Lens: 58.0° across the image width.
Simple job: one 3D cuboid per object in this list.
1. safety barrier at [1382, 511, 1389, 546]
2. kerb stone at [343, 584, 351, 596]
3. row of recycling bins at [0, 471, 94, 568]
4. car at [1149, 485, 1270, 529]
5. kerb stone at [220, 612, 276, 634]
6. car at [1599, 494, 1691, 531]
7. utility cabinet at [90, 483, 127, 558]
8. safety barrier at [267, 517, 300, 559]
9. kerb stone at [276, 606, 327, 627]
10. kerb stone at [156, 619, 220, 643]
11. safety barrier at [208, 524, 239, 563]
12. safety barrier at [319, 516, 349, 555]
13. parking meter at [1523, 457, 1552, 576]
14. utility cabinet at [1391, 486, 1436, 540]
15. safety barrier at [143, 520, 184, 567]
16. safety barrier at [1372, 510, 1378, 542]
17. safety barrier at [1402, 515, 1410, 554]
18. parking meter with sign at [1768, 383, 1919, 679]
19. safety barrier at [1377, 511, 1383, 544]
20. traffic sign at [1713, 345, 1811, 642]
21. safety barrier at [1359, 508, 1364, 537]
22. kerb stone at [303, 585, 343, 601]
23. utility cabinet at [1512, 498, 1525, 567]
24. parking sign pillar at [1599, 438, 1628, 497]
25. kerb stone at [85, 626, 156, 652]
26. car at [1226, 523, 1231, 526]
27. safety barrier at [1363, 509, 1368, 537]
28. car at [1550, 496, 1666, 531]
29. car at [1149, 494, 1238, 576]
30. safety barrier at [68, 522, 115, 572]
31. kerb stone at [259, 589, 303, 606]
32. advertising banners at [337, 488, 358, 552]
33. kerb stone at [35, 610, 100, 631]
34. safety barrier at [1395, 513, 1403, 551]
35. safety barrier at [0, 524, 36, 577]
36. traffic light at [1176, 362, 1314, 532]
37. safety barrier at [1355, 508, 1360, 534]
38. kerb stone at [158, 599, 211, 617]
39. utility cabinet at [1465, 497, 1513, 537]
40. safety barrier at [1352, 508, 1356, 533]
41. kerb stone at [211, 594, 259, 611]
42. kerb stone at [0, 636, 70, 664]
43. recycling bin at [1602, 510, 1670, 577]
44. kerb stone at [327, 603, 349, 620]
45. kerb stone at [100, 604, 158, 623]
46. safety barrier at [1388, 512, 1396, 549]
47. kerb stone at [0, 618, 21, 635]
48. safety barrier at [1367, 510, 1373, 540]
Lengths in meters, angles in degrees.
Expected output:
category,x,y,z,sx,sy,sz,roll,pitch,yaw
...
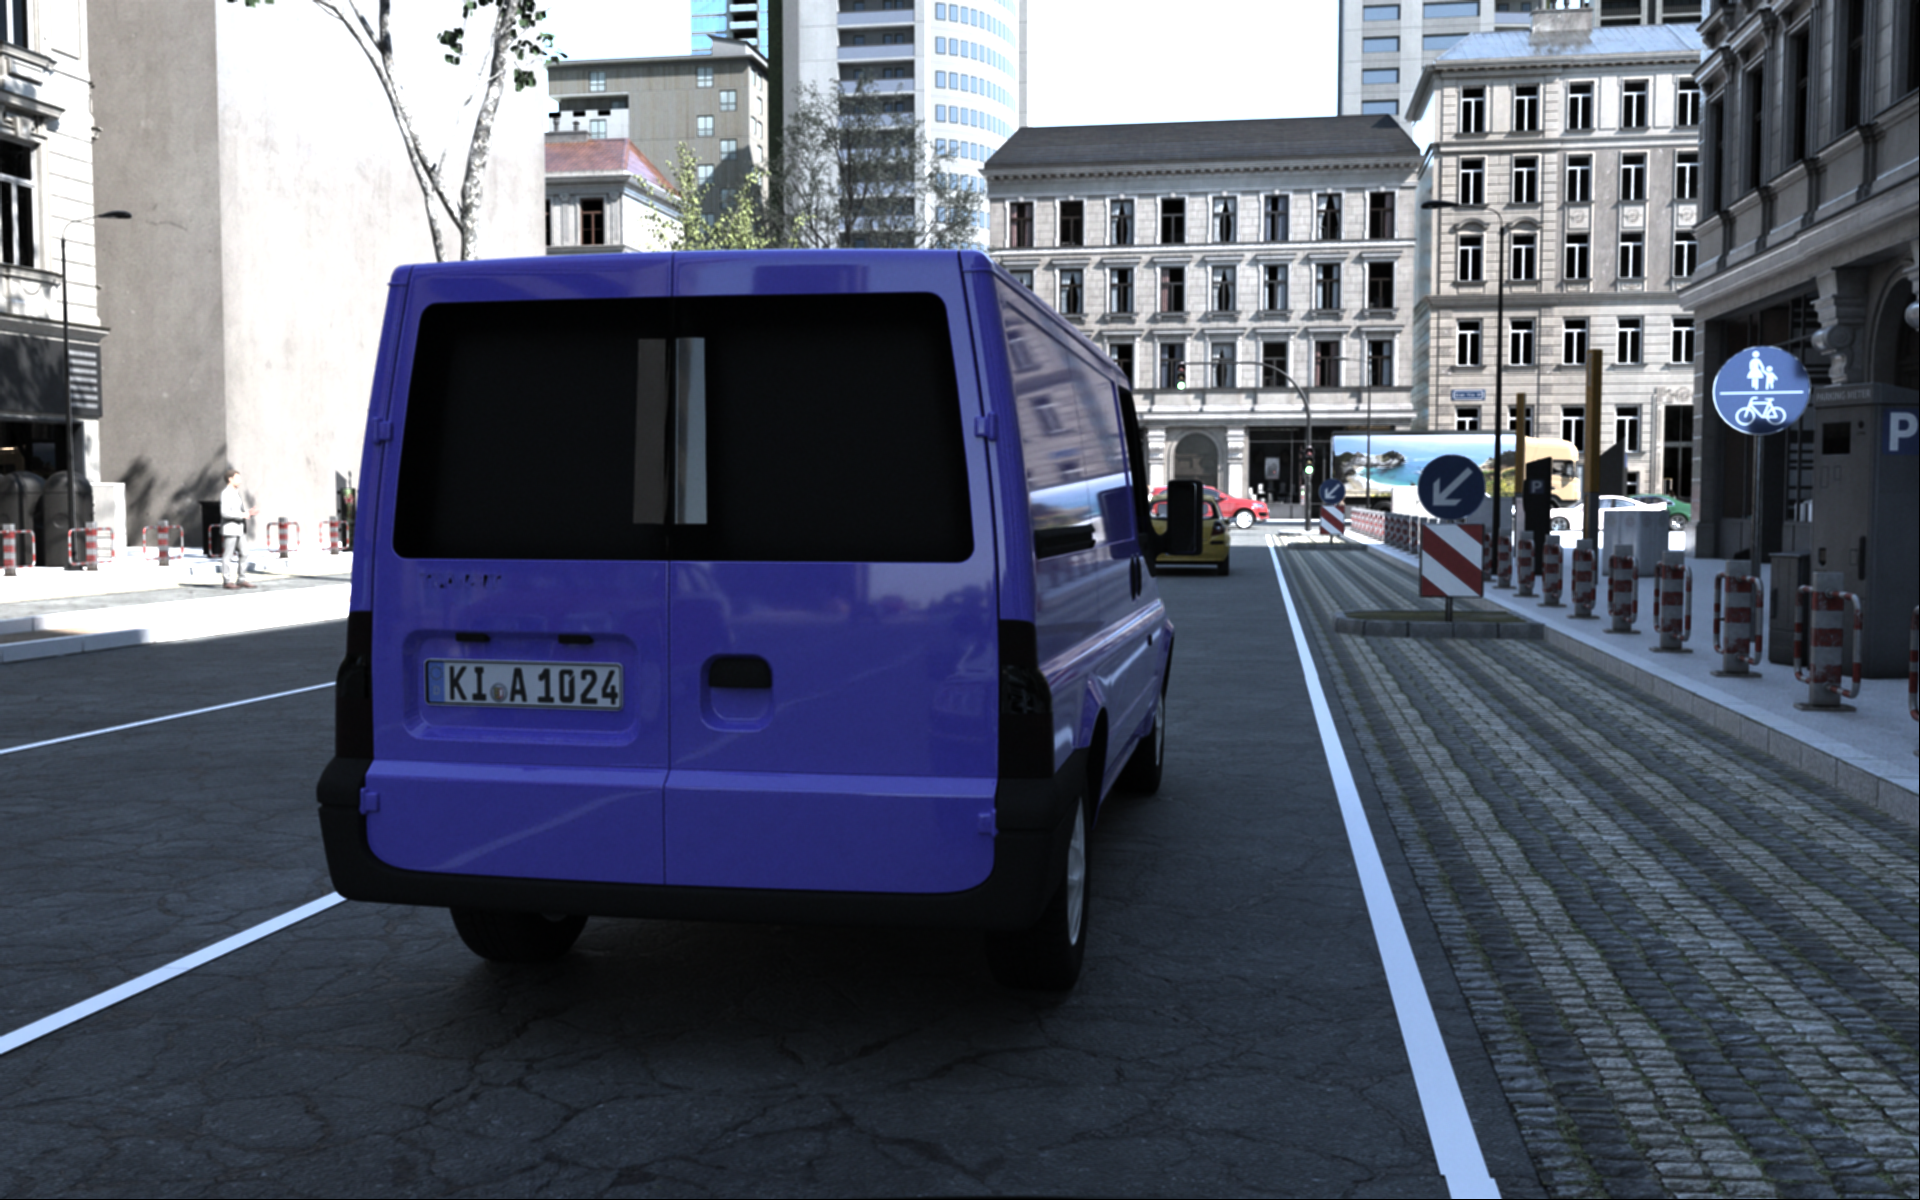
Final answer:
category,x,y,z,sx,sy,sz,roll,pitch,yaw
safety barrier,10.629,-1.726,42.502,0.300,0.817,1.120,1,4,10
kerb stone,-8.581,-0.146,24.590,0.120,0.150,1.000,1,4,10
row of recycling bins,-16.967,-1.456,30.923,3.534,1.692,1.069,1,4,21
car,10.162,-3.866,71.888,5.304,1.827,2.281,1,4,11
kerb stone,-7.540,0.250,18.176,0.120,0.150,1.000,1,4,10
car,26.338,-3.408,67.521,4.920,1.459,2.131,1,4,10
utility cabinet,-17.256,-1.583,34.559,1.173,1.500,0.318,1,4,13
safety barrier,-13.430,-1.230,34.384,0.300,0.817,1.120,1,4,10
kerb stone,-7.367,0.186,19.187,0.120,0.150,1.000,1,4,10
kerb stone,-7.710,0.310,17.165,0.120,0.150,1.000,1,4,10
safety barrier,-13.753,-1.114,32.495,0.300,0.817,1.120,1,4,10
safety barrier,-13.108,-1.346,36.282,0.300,0.817,1.120,1,4,10
parking meter,9.116,-1.325,27.379,0.399,1.863,0.255,2,4,29
utility cabinet,12.623,-2.419,48.226,1.173,1.500,0.318,0,4,2
safety barrier,-14.074,-0.999,30.603,0.300,0.817,1.120,1,4,10
safety barrier,11.276,-1.959,46.304,0.300,0.817,1.120,1,4,10
safety barrier,9.662,-1.379,36.818,0.300,0.817,1.120,1,4,10
parking meter with sign,6.444,-0.979,12.265,0.543,3.016,1.738,-1,4,-11
safety barrier,10.956,-1.842,44.396,0.300,0.817,1.120,1,4,10
traffic sign,6.888,-0.908,14.954,0.768,2.556,0.104,1,4,19
safety barrier,12.243,-2.306,51.972,0.300,0.817,1.120,1,4,10
kerb stone,-8.747,-0.085,23.578,0.120,0.150,1.000,1,4,10
utility cabinet,9.946,-1.166,30.225,0.306,1.237,1.020,0,4,7
parking sign pillar,31.453,-5.808,83.437,1.447,3.967,1.447,-3,4,-37
kerb stone,-7.888,0.370,16.151,0.120,0.150,1.000,1,4,10
car,10.223,-3.884,75.873,4.827,1.381,2.083,1,4,10
safety barrier,11.922,-2.190,50.083,0.300,0.817,1.120,1,4,10
car,23.211,-3.107,63.168,4.827,1.381,2.083,1,4,9
car,4.111,-1.328,31.929,2.015,1.641,3.980,1,4,8
safety barrier,-14.395,-0.883,28.713,0.300,0.817,1.120,1,4,10
kerb stone,-8.926,-0.023,22.566,0.120,0.150,1.000,1,4,10
advertising banners,-13.311,-2.620,39.026,0.090,3.025,2.074,1,4,20
kerb stone,-9.607,0.226,18.517,0.120,0.150,1.000,1,4,10
safety barrier,9.983,-1.495,38.716,0.300,0.817,1.120,1,4,10
safety barrier,-14.715,-0.767,26.815,0.300,0.817,1.120,1,4,10
traffic light,9.818,-5.184,59.422,4.771,5.953,1.251,1,4,10
safety barrier,12.566,-2.421,53.862,0.300,0.817,1.120,1,4,10
kerb stone,-9.262,0.101,20.537,0.120,0.150,1.000,1,4,10
utility cabinet,12.008,-1.724,39.346,1.020,1.237,0.306,1,4,13
safety barrier,12.884,-2.537,55.758,0.300,0.817,1.120,1,4,10
kerb stone,-9.096,0.040,21.548,0.120,0.150,1.000,1,4,10
kerb stone,-8.061,0.432,15.135,0.120,0.150,1.000,1,4,10
recycling bin,10.563,-0.888,27.077,0.722,1.027,0.722,-2,4,-29
kerb stone,-7.191,0.124,20.197,0.120,0.150,1.000,1,4,10
kerb stone,-9.442,0.166,19.528,0.120,0.150,1.000,1,4,10
safety barrier,10.305,-1.611,40.613,0.300,0.817,1.120,1,4,10
kerb stone,-9.779,0.292,17.507,0.120,0.150,1.000,1,4,10
safety barrier,11.602,-2.074,48.193,0.300,0.817,1.120,1,4,10
